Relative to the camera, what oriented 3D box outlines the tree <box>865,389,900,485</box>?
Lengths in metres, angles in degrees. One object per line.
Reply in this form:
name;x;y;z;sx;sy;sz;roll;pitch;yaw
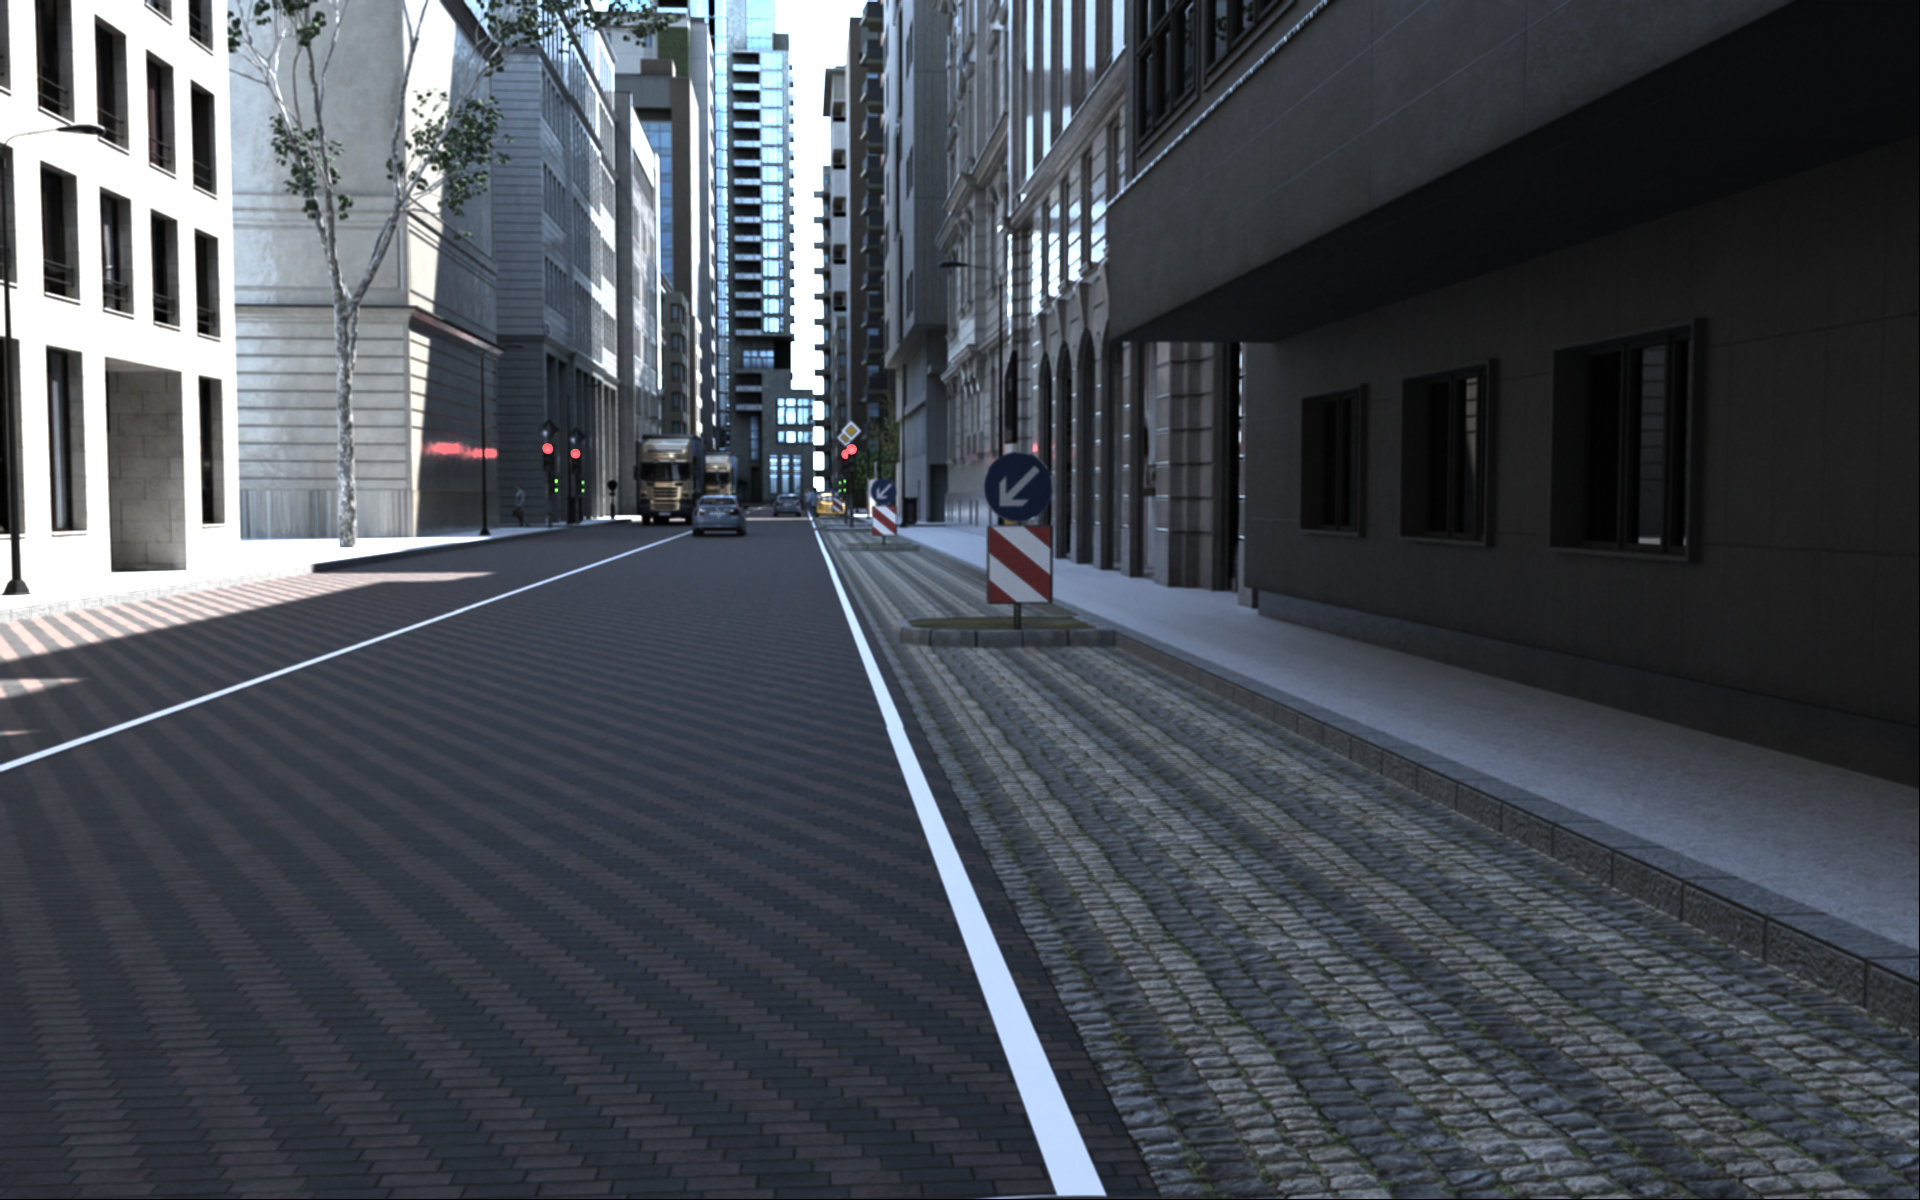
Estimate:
tree;-4.296;-10.292;118.635;4.737;8.622;4.395;0;3;0

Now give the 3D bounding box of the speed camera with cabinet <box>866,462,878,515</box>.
speed camera with cabinet;-5.428;-6.861;106.512;0.660;3.252;2.038;0;4;-6

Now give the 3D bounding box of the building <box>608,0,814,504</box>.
building;-36.028;-56.717;239.988;31.000;86.520;22.319;0;4;-5

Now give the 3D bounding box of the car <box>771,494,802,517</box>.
car;-11.102;-6.066;111.182;2.014;1.417;4.499;0;4;-7

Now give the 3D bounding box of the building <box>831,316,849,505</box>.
building;0.450;-20.748;184.274;27.650;21.520;28.899;0;4;-5

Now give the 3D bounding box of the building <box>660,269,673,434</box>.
building;-28.403;-18.088;131.899;11.583;22.565;21.152;0;4;-5

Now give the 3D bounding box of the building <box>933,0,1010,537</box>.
building;6.625;-16.363;54.925;14.401;28.519;23.554;0;4;-5

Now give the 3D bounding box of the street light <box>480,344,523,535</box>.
street light;-14.227;-4.964;53.696;1.470;5.913;1.316;0;4;-5

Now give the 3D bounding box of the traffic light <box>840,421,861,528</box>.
traffic light;-4.169;-4.727;66.201;0.839;4.253;0.868;0;4;-5

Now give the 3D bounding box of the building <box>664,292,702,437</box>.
building;-38.833;-19.344;161.311;27.650;21.520;28.899;0;4;-5

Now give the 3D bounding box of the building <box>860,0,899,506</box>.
building;3.523;-29.404;135.377;22.147;44.769;28.867;0;4;-5

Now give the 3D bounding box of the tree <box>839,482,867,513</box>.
tree;-6.650;-7.384;115.335;1.663;3.219;1.824;0;3;0

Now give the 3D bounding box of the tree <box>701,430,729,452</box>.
tree;-28.345;-15.230;199.371;4.360;8.622;3.978;0;3;0

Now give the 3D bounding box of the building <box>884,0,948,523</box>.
building;9.672;-30.543;88.623;27.495;52.752;28.713;0;4;-5

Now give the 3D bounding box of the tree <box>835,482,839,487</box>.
tree;-9.957;-9.691;153.053;1.663;3.219;1.824;0;3;0

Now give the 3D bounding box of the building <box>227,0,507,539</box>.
building;-30.696;-13.591;55.497;30.059;22.955;16.112;0;4;-5

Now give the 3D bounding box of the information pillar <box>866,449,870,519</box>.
information pillar;-4.736;-5.996;89.392;0.183;3.616;0.504;0;4;-6

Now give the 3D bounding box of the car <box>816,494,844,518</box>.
car;-7.777;-5.717;103.698;2.015;1.641;3.980;0;4;-6

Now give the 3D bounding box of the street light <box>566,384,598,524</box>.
street light;-15.944;-6.148;73.053;1.470;5.913;1.316;0;4;-5

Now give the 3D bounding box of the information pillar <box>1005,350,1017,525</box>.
information pillar;0.839;-2.268;28.440;0.183;3.616;0.504;-1;4;-14

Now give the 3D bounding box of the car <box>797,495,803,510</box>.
car;-15.457;-9.068;160.843;1.945;1.354;3.894;0;4;-5

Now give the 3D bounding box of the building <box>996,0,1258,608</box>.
building;8.063;-11.557;30.755;13.314;21.916;24.055;0;4;-5

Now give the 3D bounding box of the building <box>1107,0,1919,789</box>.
building;9.555;-13.012;6.250;14.314;27.812;24.014;0;4;-5

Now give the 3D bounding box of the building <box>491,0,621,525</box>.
building;-24.151;-18.883;86.234;11.434;29.767;29.804;0;4;-5

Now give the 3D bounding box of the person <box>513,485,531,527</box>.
person;-17.838;-3.766;70.194;0.853;1.813;0.709;-3;5;-42

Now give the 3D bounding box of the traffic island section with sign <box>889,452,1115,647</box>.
traffic island section with sign;0.377;-0.516;17.058;1.989;1.847;2.006;0;4;-5

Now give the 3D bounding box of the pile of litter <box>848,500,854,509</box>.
pile of litter;-9.449;-8.130;146.895;1.176;0.858;1.719;0;4;-6

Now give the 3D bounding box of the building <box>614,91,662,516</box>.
building;-26.146;-17.947;111.448;12.078;24.808;19.932;0;4;-5

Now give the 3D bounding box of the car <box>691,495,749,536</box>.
car;-8.353;-2.949;60.218;2.014;1.417;4.499;0;4;-5

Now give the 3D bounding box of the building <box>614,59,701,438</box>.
building;-34.787;-32.565;182.553;14.600;45.320;14.200;0;4;-5

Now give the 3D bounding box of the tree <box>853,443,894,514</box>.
tree;-5.760;-7.811;111.417;4.285;4.588;4.351;0;3;0

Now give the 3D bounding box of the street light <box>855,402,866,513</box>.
street light;-4.566;-7.009;87.143;1.470;5.913;1.316;0;4;-5

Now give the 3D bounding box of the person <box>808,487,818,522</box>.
person;-7.539;-4.911;89.067;0.793;1.790;0.793;1;4;10

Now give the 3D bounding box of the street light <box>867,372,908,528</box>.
street light;-2.702;-5.736;66.322;1.470;5.913;1.316;0;4;-5

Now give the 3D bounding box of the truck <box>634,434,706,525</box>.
truck;-13.849;-5.794;83.648;2.839;4.237;11.283;0;4;-5

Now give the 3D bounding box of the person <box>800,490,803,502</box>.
person;-15.541;-9.842;169.506;0.705;1.814;1.350;1;4;17

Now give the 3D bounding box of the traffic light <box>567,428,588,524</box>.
traffic light;-16.161;-5.149;73.108;0.839;4.253;0.868;0;4;-5

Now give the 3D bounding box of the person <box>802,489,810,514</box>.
person;-10.778;-6.891;121.444;0.520;1.790;0.573;-2;4;-31

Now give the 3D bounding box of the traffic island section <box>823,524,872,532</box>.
traffic island section;-4.128;-2.693;66.319;2.009;0.180;2.903;0;4;-5

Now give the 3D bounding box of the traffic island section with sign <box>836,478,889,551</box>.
traffic island section with sign;-2.069;-2.157;43.903;1.989;1.847;2.006;0;4;-5

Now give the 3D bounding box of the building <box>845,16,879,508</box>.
building;-3.520;-31.283;161.586;14.600;45.320;14.200;0;4;-5

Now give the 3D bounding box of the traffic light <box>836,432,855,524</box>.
traffic light;-4.898;-5.213;74.153;0.839;4.253;0.868;0;4;-5

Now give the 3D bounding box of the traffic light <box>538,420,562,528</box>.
traffic light;-15.432;-4.663;65.156;0.839;4.253;0.868;0;4;-5

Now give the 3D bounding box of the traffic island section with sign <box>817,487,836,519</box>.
traffic island section with sign;-7.099;-5.513;98.768;1.989;1.847;2.006;0;4;-5

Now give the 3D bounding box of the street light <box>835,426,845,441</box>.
street light;-7.559;-8.898;118.019;1.470;5.913;1.316;0;4;-5

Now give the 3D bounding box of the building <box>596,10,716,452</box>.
building;-44.210;-40.893;210.606;28.212;58.520;21.231;0;4;-5

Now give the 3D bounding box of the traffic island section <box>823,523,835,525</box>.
traffic island section;-4.857;-3.180;74.271;2.009;0.180;2.903;0;4;-5

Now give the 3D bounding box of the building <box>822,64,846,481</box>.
building;-2.186;-38.076;211.776;28.713;52.752;27.495;0;4;-5

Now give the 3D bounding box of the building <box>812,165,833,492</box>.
building;-5.490;-38.252;245.035;30.456;49.044;23.786;0;4;-5

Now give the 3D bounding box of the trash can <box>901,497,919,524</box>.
trash can;-2.136;-3.808;73.914;0.748;1.137;0.748;0;3;0

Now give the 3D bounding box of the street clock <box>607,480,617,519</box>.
street clock;-18.046;-5.221;89.938;0.471;2.002;0.358;-2;4;-30

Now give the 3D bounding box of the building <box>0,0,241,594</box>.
building;-17.570;-10.246;22.281;10.420;20.320;16.860;0;4;-5

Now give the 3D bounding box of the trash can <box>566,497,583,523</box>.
trash can;-16.971;-3.954;76.298;0.748;1.137;0.748;0;3;0

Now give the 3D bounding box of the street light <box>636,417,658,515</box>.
street light;-18.836;-8.050;104.162;1.470;5.913;1.316;0;4;-5

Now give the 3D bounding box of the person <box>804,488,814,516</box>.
person;-9.963;-6.484;114.384;0.748;1.841;0.638;1;4;16

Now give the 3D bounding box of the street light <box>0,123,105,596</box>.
street light;-11.422;-3.015;21.830;1.470;5.913;1.316;0;4;-5

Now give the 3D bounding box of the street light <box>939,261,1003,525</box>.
street light;0.276;-3.803;34.719;1.470;5.913;1.316;0;4;-5

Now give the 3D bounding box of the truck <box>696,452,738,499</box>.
truck;-16.682;-7.931;118.587;2.839;4.237;11.283;0;4;-5

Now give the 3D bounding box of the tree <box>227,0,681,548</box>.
tree;-13.221;-11.268;40.121;12.611;20.169;13.585;0;3;0
